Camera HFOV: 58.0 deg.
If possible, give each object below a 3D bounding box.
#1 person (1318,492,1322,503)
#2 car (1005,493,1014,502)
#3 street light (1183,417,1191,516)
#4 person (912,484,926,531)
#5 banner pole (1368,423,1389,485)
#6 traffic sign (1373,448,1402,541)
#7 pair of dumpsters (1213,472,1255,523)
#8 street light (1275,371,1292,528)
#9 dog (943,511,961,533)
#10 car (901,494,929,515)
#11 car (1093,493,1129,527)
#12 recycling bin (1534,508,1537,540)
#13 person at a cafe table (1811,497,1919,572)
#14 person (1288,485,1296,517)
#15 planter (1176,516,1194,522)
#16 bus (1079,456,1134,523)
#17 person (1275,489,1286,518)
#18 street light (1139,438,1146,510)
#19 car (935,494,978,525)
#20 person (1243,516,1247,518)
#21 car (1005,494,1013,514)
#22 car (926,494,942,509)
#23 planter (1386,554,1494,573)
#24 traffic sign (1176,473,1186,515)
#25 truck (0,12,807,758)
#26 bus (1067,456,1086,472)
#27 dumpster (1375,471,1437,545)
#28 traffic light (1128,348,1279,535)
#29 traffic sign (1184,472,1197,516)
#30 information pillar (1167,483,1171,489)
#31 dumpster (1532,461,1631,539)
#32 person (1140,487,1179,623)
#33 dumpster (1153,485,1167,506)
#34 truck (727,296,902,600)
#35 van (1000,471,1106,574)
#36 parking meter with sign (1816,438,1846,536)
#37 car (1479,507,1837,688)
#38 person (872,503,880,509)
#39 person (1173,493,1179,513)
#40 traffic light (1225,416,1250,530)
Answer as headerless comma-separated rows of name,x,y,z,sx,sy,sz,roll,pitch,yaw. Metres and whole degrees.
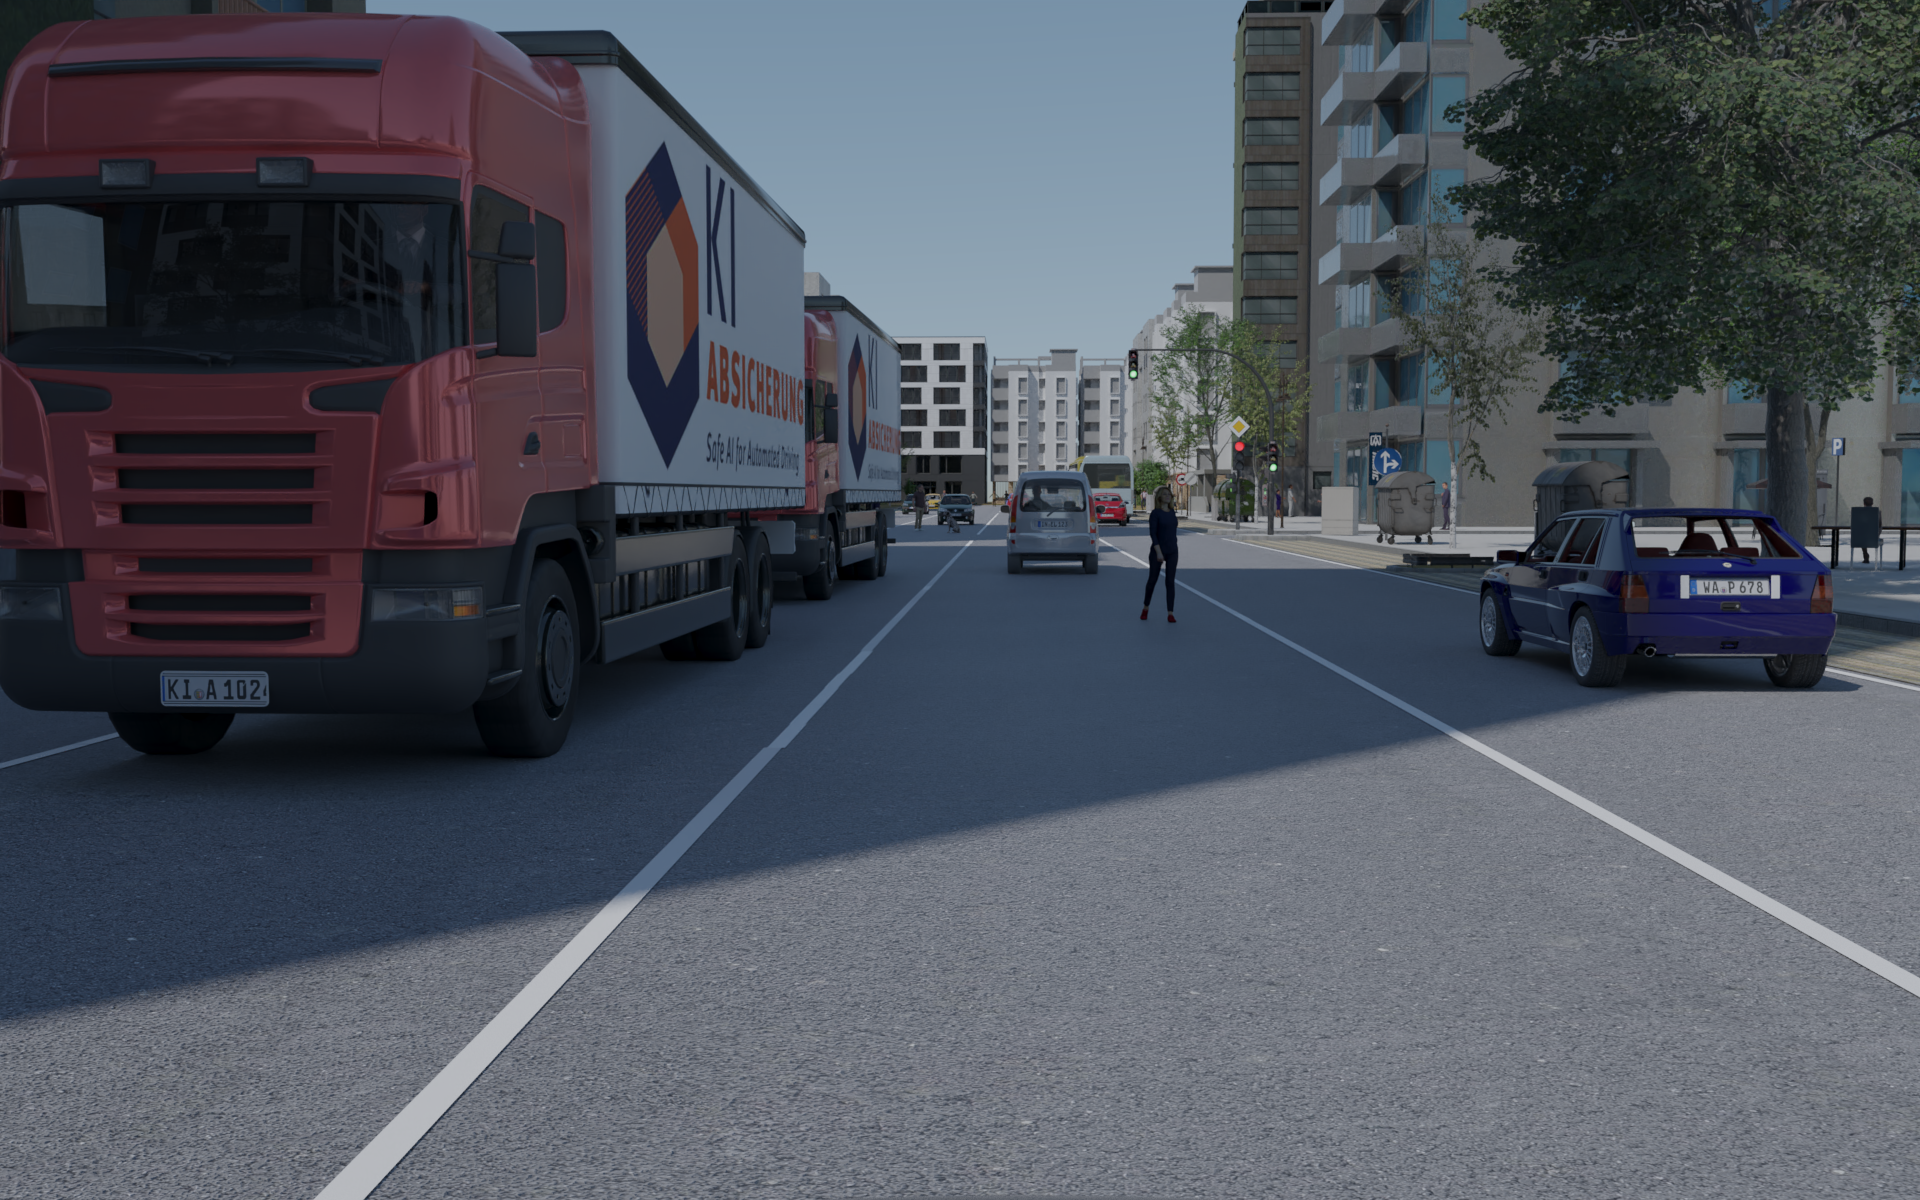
person,13.699,-3.350,63.997,0.799,1.438,0.628,-2,4,-26
car,5.423,-9.804,169.880,1.945,1.707,3.694,0,4,0
street light,13.296,-7.846,101.062,0.468,5.910,1.993,0,4,2
person,-1.573,-3.596,67.423,0.598,1.807,0.434,-2,4,-26
banner pole,14.901,-4.370,61.472,0.863,3.779,0.401,2,4,25
traffic sign,11.777,-2.916,47.775,0.768,2.556,0.104,1,4,9
pair of dumpsters,12.630,-4.696,79.267,1.574,2.255,4.437,0,4,2
street light,12.181,-5.660,65.330,0.468,5.910,1.993,0,4,2
dog,-0.199,-2.869,63.742,0.513,0.831,0.800,-3,5,-43
car,-3.127,-6.881,122.298,2.009,1.686,4.222,0,4,3
car,6.545,-4.210,77.870,2.155,1.783,4.494,0,4,3
recycling bin,11.259,-1.216,32.434,0.722,1.027,0.722,-2,4,-33
person at a cafe table,15.357,-1.128,29.303,1.698,1.238,1.726,2,4,31
person,18.339,-5.468,95.597,0.789,1.805,0.875,0,4,7
planter,10.847,-4.105,88.258,1.991,0.319,1.994,0,4,2
bus,7.419,-5.775,89.274,2.948,3.499,13.247,0,4,4
person,17.126,-5.142,92.480,0.546,1.535,0.453,1,4,10
street light,14.441,-10.031,136.787,0.468,5.910,1.993,0,4,2
car,-0.180,-4.387,81.508,2.009,1.686,4.222,0,4,1
person,13.776,-4.531,84.034,0.435,1.345,0.340,1,4,14
car,4.406,-7.276,128.004,2.155,1.783,4.494,0,3,0
car,-2.309,-8.375,147.161,2.015,1.641,3.980,0,4,3
planter,9.007,-0.678,32.217,1.991,0.319,1.994,0,4,2
traffic sign,13.559,-6.465,105.814,0.768,2.556,0.104,1,4,11
truck,-3.165,-1.464,12.855,2.839,4.237,11.283,0,4,3
bus,8.489,-7.356,111.811,2.896,3.916,12.252,0,4,1
dumpster,11.433,-2.363,44.399,1.264,1.857,1.865,0,4,2
traffic light,7.603,-4.855,54.044,4.771,5.953,1.251,0,4,2
traffic sign,13.295,-6.102,99.868,0.768,2.556,0.104,0,4,5
information pillar,13.792,-6.677,113.657,0.304,2.012,0.304,1,4,23
dumpster,11.092,-1.538,30.912,1.264,1.857,1.865,0,4,2
person,2.241,-0.518,19.509,0.613,1.512,0.480,3,5,44
dumpster,13.785,-6.820,117.258,1.264,1.857,1.865,0,4,2
truck,-2.676,-2.320,26.844,2.839,4.237,11.283,0,4,4
van,1.742,-1.559,32.499,2.013,2.044,4.112,0,4,3
parking meter with sign,26.399,-3.508,53.620,1.738,3.016,0.543,0,4,-7
car,5.511,-0.097,14.170,1.945,1.354,3.894,0,4,1
person,-2.113,-1.977,43.036,0.471,1.553,0.569,0,4,-1
person,14.781,-6.662,118.878,0.340,1.345,0.435,3,4,36
traffic light,9.958,-4.476,62.098,0.839,4.253,0.868,0,4,2
